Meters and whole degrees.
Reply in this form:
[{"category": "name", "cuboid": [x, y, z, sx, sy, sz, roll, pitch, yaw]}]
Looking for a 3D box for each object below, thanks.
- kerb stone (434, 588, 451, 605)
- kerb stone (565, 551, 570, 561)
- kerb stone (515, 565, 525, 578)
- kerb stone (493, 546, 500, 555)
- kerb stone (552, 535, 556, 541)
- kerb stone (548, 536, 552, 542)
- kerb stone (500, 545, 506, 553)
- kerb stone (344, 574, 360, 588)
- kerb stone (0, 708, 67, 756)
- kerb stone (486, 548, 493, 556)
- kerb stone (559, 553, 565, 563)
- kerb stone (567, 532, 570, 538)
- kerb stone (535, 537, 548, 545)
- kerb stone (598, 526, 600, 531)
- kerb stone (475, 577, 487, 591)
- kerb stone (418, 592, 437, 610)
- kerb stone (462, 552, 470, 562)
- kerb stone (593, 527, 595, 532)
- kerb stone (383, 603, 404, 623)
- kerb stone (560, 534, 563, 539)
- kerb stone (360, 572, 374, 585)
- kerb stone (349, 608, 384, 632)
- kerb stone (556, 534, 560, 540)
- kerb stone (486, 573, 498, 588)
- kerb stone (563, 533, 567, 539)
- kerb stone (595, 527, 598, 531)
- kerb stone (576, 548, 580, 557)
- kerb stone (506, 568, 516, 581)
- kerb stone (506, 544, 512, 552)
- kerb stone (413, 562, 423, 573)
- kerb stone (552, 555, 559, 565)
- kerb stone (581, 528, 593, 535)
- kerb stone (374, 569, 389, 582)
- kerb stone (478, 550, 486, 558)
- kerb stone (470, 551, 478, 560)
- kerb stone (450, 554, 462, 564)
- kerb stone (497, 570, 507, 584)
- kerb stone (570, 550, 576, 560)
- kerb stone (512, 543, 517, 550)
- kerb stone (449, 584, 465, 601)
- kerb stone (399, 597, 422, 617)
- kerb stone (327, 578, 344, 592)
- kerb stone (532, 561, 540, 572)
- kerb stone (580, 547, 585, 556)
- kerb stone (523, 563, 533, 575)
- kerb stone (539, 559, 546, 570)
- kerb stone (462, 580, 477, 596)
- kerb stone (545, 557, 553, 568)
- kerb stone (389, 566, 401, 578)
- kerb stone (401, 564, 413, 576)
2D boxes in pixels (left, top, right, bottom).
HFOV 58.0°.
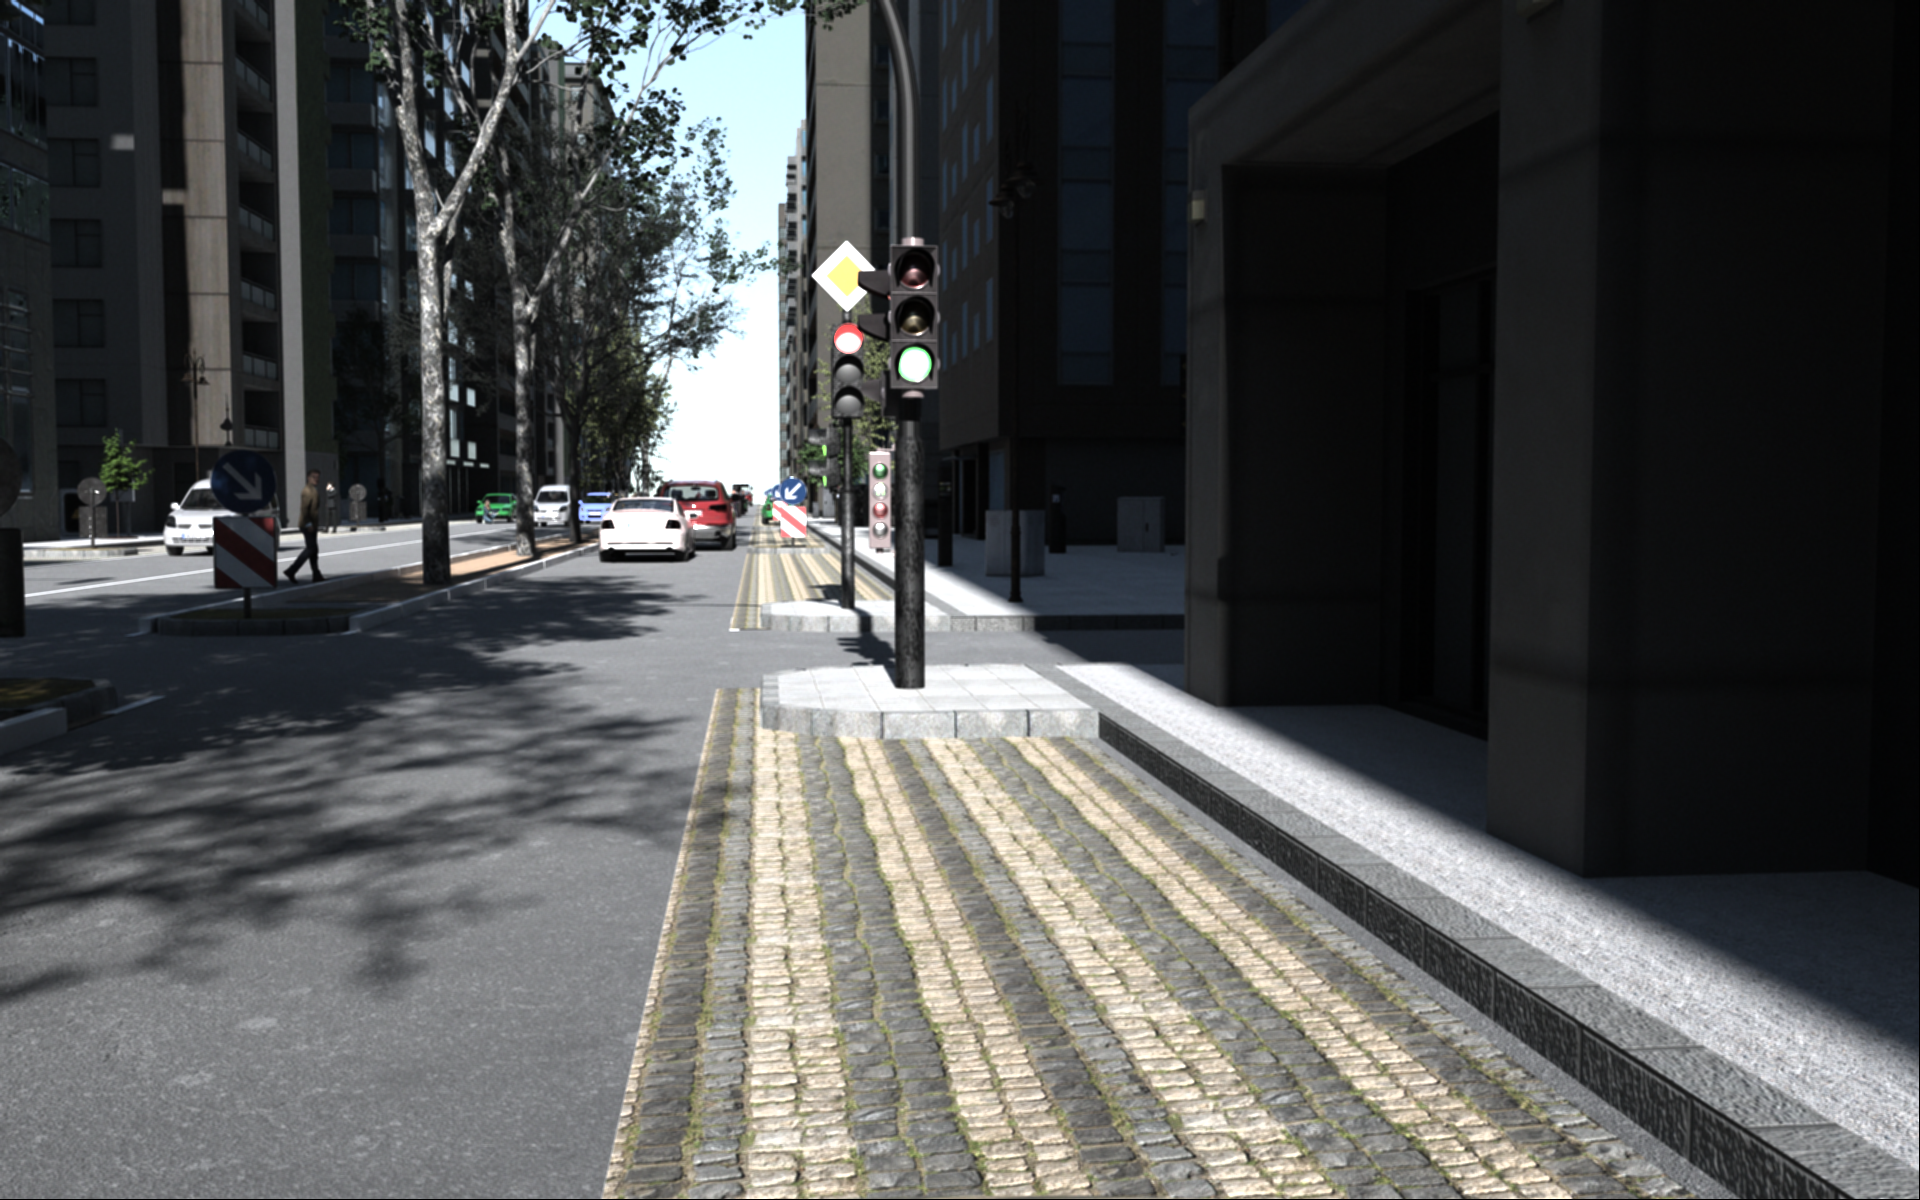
[{"category": "kerb stone", "cuboid": [-6.835, -0.026, 22.613, 0.120, 0.150, 1.000, 0, 4, -7]}, {"category": "kerb stone", "cuboid": [-8.472, -0.899, 36.892, 0.120, 0.150, 1.000, 0, 4, -7]}, {"category": "kerb stone", "cuboid": [-7.652, -0.460, 29.747, 0.120, 0.150, 1.000, 0, 4, -7]}, {"category": "kerb stone", "cuboid": [-11.020, -1.126, 40.718, 0.120, 0.150, 1.000, 0, 4, -7]}, {"category": "kerb stone", "cuboid": [-12.314, -1.821, 51.962, 0.120, 0.150, 1.000, 0, 4, -7]}, {"category": "kerb stone", "cuboid": [-12.201, -1.750, 50.947, 0.120, 0.150, 1.000, 0, 4, -7]}, {"category": "kerb stone", "cuboid": [-11.141, -1.195, 41.739, 0.120, 0.150, 1.000, 0, 4, -7]}, {"category": "kerb stone", "cuboid": [-9.384, -0.261, 26.464, 0.120, 0.150, 1.000, 0, 4, -7]}, {"category": "kerb stone", "cuboid": [-5.363, 0.753, 9.892, 0.120, 0.150, 1.000, 0, 4, -7]}, {"category": "kerb stone", "cuboid": [-10.908, -1.062, 39.702, 0.120, 0.150, 1.000, 0, 4, -7]}, {"category": "kerb stone", "cuboid": [-8.354, -0.837, 35.875, 0.120, 0.150, 1.000, 0, 4, -7]}, {"category": "kerb stone", "cuboid": [-12.789, -2.064, 56.026, 0.120, 0.150, 1.000, 0, 4, -7]}, {"category": "kerb stone", "cuboid": [-12.085, -1.694, 49.927, 0.120, 0.150, 1.000, 0, 4, -7]}, {"category": "kerb stone", "cuboid": [-13.964, -2.692, 66.209, 0.120, 0.150, 1.000, 0, 4, -7]}, {"category": "kerb stone", "cuboid": [-7.183, -0.212, 25.668, 0.120, 0.150, 1.000, 0, 4, -7]}, {"category": "kerb stone", "cuboid": [-6.710, 0.037, 21.595, 0.120, 0.150, 1.000, 0, 4, -7]}, {"category": "kerb stone", "cuboid": [-10.560, -0.877, 36.648, 0.120, 0.150, 1.000, 0, 4, -7]}, {"category": "kerb stone", "cuboid": [-13.728, -2.568, 64.179, 0.120, 0.150, 1.000, 0, 4, -7]}, {"category": "kerb stone", "cuboid": [-6.476, 0.166, 19.557, 0.120, 0.150, 1.000, 0, 4, -7]}, {"category": "kerb stone", "cuboid": [-12.559, -1.943, 53.994, 0.120, 0.150, 1.000, 0, 4, -7]}, {"category": "kerb stone", "cuboid": [-9.507, -0.323, 27.484, 0.120, 0.150, 1.000, 0, 4, -7]}, {"category": "kerb stone", "cuboid": [-6.361, 0.224, 18.541, 0.120, 0.150, 1.000, 0, 4, -7]}, {"category": "kerb stone", "cuboid": [-12.430, -1.883, 52.980, 0.120, 0.150, 1.000, 0, 4, -7]}, {"category": "kerb stone", "cuboid": [-7.291, -0.275, 26.685, 0.120, 0.150, 1.000, 0, 4, -7]}, {"category": "kerb stone", "cuboid": [-12.672, -2.007, 55.010, 0.120, 0.150, 1.000, 0, 4, -7]}, {"category": "kerb stone", "cuboid": [-13.848, -2.630, 65.193, 0.120, 0.150, 1.000, 0, 4, -7]}, {"category": "kerb stone", "cuboid": [-8.712, -1.023, 38.927, 0.120, 0.150, 1.000, 0, 4, -7]}, {"category": "kerb stone", "cuboid": [-7.533, -0.400, 28.729, 0.120, 0.150, 1.000, 0, 4, -7]}, {"category": "kerb stone", "cuboid": [-11.268, -1.258, 42.769, 0.120, 0.150, 1.000, 0, 4, -7]}, {"category": "kerb stone", "cuboid": [-9.966, -0.570, 31.567, 0.120, 0.150, 1.000, 0, 4, -7]}, {"category": "kerb stone", "cuboid": [-8.236, -0.775, 34.859, 0.120, 0.150, 1.000, 0, 4, -7]}, {"category": "kerb stone", "cuboid": [-13.602, -2.505, 63.157, 0.120, 0.150, 1.000, 0, 4, -7]}, {"category": "kerb stone", "cuboid": [-9.616, -0.383, 28.501, 0.120, 0.150, 1.000, 0, 4, -7]}, {"category": "kerb stone", "cuboid": [-10.791, -1.008, 38.678, 0.120, 0.150, 1.000, 0, 4, -7]}, {"category": "kerb stone", "cuboid": [-10.676, -0.946, 37.662, 0.120, 0.150, 1.000, 0, 4, -7]}, {"category": "kerb stone", "cuboid": [-10.440, -0.822, 35.630, 0.120, 0.150, 1.000, 0, 4, -7]}, {"category": "kerb stone", "cuboid": [-7.415, -0.336, 27.704, 0.120, 0.150, 1.000, 0, 4, -7]}, {"category": "kerb stone", "cuboid": [-8.585, -0.961, 37.909, 0.120, 0.150, 1.000, 0, 4, -7]}, {"category": "kerb stone", "cuboid": [-11.378, -1.321, 43.796, 0.120, 0.150, 1.000, 0, 4, -7]}, {"category": "kerb stone", "cuboid": [-6.942, -0.088, 23.632, 0.120, 0.150, 1.000, 0, 4, -7]}, {"category": "kerb stone", "cuboid": [-6.586, 0.099, 20.573, 0.120, 0.150, 1.000, 0, 4, -7]}, {"category": "kerb stone", "cuboid": [-9.275, -0.199, 25.448, 0.120, 0.150, 1.000, 0, 4, -7]}, {"category": "kerb stone", "cuboid": [-7.885, -0.587, 31.800, 0.120, 0.150, 1.000, 0, 4, -7]}, {"category": "kerb stone", "cuboid": [-8.826, -1.084, 39.942, 0.120, 0.150, 1.000, 0, 4, -7]}, {"category": "kerb stone", "cuboid": [-7.768, -0.525, 30.779, 0.120, 0.150, 1.000, 0, 4, -7]}, {"category": "kerb stone", "cuboid": [-8.009, -0.649, 32.815, 0.120, 0.150, 1.000, 0, 4, -7]}, {"category": "kerb stone", "cuboid": [-7.062, -0.150, 24.652, 0.120, 0.150, 1.000, 0, 4, -7]}, {"category": "kerb stone", "cuboid": [-8.118, -0.712, 33.844, 0.120, 0.150, 1.000, 0, 4, -7]}, {"category": "kerb stone", "cuboid": [-9.739, -0.447, 29.528, 0.120, 0.150, 1.000, 0, 4, -7]}, {"category": "kerb stone", "cuboid": [-9.849, -0.511, 30.551, 0.120, 0.150, 1.000, 0, 4, -7]}]
